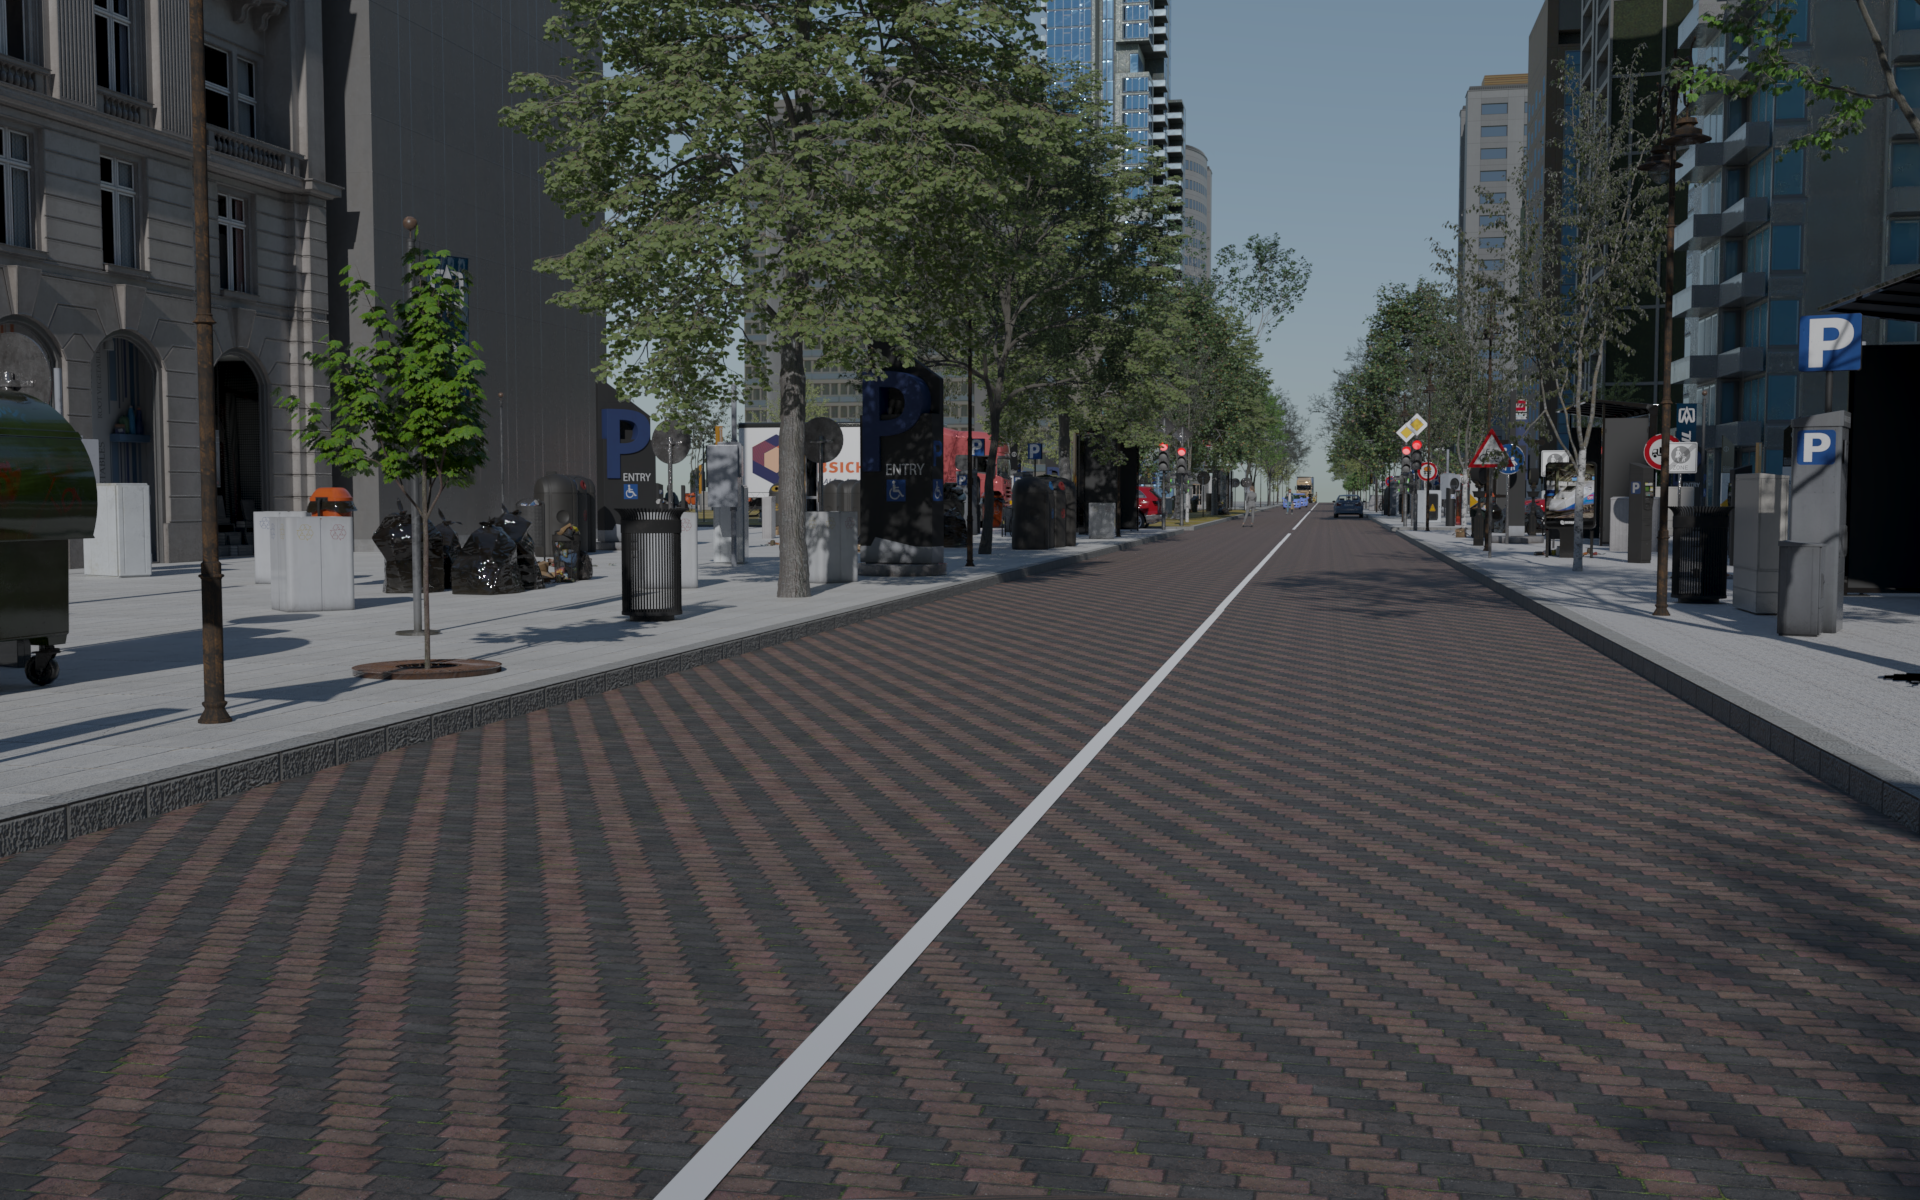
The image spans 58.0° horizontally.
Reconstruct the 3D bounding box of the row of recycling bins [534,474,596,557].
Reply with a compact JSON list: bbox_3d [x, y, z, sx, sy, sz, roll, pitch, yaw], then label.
[{"bbox_3d":[-8.400,-1.813,36.754,1.069,1.692,3.534,0,4,-4],"label":"row of recycling bins"}]

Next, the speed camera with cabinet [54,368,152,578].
[{"bbox_3d":[-13.498,-2.002,27.071,2.038,3.252,0.660,2,4,34],"label":"speed camera with cabinet"}]

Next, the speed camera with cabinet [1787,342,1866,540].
[{"bbox_3d":[11.372,-1.766,23.207,0.660,3.252,2.038,-1,4,-12],"label":"speed camera with cabinet"}]

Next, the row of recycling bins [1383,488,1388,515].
[{"bbox_3d":[26.274,-6.011,105.391,1.069,1.692,3.534,1,4,13],"label":"row of recycling bins"}]

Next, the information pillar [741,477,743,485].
[{"bbox_3d":[-8.081,-3.574,62.921,0.304,2.012,0.304,1,4,20],"label":"information pillar"}]

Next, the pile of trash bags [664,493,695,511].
[{"bbox_3d":[-23.309,-7.963,139.947,3.447,1.369,1.912,1,4,10],"label":"pile of trash bags"}]

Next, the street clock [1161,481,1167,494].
[{"bbox_3d":[11.550,-5.720,98.084,0.358,2.002,0.471,1,4,20],"label":"street clock"}]

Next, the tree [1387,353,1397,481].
[{"bbox_3d":[15.442,-6.216,51.988,4.360,8.622,3.978,0,3,0],"label":"tree"}]

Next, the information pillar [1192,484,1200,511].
[{"bbox_3d":[17.242,-7.512,127.308,0.304,2.012,0.304,1,4,16],"label":"information pillar"}]

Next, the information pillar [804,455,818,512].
[{"bbox_3d":[-2.757,-1.629,31.132,0.304,2.012,0.304,-3,5,-43],"label":"information pillar"}]

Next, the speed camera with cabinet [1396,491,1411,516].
[{"bbox_3d":[26.118,-6.430,99.466,2.038,3.252,0.660,1,4,14],"label":"speed camera with cabinet"}]

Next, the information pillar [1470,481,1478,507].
[{"bbox_3d":[28.836,-6.466,97.070,0.183,3.616,0.504,-3,4,-38],"label":"information pillar"}]

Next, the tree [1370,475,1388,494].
[{"bbox_3d":[35.167,-9.129,143.862,1.663,3.219,1.824,0,3,0],"label":"tree"}]

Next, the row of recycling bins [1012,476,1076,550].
[{"bbox_3d":[1.987,-2.093,41.331,1.069,1.692,3.534,1,4,18],"label":"row of recycling bins"}]

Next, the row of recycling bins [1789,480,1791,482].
[{"bbox_3d":[20.680,-2.183,42.809,1.069,1.692,3.534,-2,4,-33],"label":"row of recycling bins"}]

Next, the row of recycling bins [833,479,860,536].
[{"bbox_3d":[-1.958,-2.663,50.648,3.534,1.692,1.069,3,4,38],"label":"row of recycling bins"}]

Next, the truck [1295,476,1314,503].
[{"bbox_3d":[55.373,-17.684,278.044,2.839,4.237,11.283,1,4,13],"label":"truck"}]

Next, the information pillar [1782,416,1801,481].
[{"bbox_3d":[25.111,-3.728,52.305,0.183,3.616,0.504,-3,5,-42],"label":"information pillar"}]

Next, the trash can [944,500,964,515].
[{"bbox_3d":[-0.241,-2.015,44.592,0.748,1.137,0.748,0,3,0],"label":"trash can"}]

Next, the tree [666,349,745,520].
[{"bbox_3d":[-12.979,-8.329,86.540,4.360,8.622,3.978,0,3,0],"label":"tree"}]

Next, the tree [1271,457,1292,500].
[{"bbox_3d":[50.781,-19.896,275.654,4.360,8.622,3.978,0,3,0],"label":"tree"}]

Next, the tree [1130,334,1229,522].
[{"bbox_3d":[10.212,-7.883,79.245,4.360,8.622,3.978,0,3,0],"label":"tree"}]

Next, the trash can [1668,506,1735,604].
[{"bbox_3d":[8.710,-0.534,20.393,0.748,1.137,0.748,0,3,0],"label":"trash can"}]

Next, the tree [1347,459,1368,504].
[{"bbox_3d":[41.860,-14.031,179.770,4.737,8.622,4.395,0,3,0],"label":"tree"}]

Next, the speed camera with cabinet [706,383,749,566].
[{"bbox_3d":[-4.234,-2.278,31.575,0.660,3.252,2.038,0,4,-2],"label":"speed camera with cabinet"}]

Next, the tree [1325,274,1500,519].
[{"bbox_3d":[23.830,-10.619,90.630,9.611,12.733,9.660,0,3,0],"label":"tree"}]

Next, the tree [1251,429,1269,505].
[{"bbox_3d":[35.021,-17.423,195.230,12.009,13.543,11.850,0,3,0],"label":"tree"}]

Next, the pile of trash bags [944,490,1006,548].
[{"bbox_3d":[-0.401,-1.973,42.014,3.447,1.369,1.912,-2,4,-33],"label":"pile of trash bags"}]

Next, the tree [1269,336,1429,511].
[{"bbox_3d":[31.035,-13.382,129.158,12.009,13.543,11.850,0,3,0],"label":"tree"}]

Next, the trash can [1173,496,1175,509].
[{"bbox_3d":[15.528,-6.832,123.357,0.748,1.137,0.748,0,3,0],"label":"trash can"}]

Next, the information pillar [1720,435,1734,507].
[{"bbox_3d":[30.334,-4.719,68.509,0.504,3.616,0.183,0,4,-3],"label":"information pillar"}]

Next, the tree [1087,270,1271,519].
[{"bbox_3d":[11.309,-10.527,89.132,9.611,12.733,9.660,0,3,0],"label":"tree"}]

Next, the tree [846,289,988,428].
[{"bbox_3d":[-1.583,-6.552,57.484,4.360,8.622,3.978,0,3,0],"label":"tree"}]

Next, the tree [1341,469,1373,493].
[{"bbox_3d":[45.986,-13.136,198.480,4.285,4.588,4.351,0,3,0],"label":"tree"}]

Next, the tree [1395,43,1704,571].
[{"bbox_3d":[10.211,-4.798,28.807,4.360,8.622,3.978,0,3,0],"label":"tree"}]

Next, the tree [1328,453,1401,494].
[{"bbox_3d":[40.163,-14.164,165.994,8.767,10.594,7.601,3,5,41],"label":"tree"}]

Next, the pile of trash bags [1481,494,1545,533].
[{"bbox_3d":[18.257,-2.959,58.128,1.912,1.369,3.447,0,4,-8],"label":"pile of trash bags"}]

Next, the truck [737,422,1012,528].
[{"bbox_3d":[-2.964,-4.838,68.009,11.283,4.237,2.839,1,4,11],"label":"truck"}]

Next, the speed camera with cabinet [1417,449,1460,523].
[{"bbox_3d":[21.089,-5.016,76.347,2.038,3.252,0.660,-2,4,-27],"label":"speed camera with cabinet"}]

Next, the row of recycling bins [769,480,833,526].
[{"bbox_3d":[-5.424,-3.305,61.145,3.534,1.692,1.069,3,5,42],"label":"row of recycling bins"}]

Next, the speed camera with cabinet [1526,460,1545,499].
[{"bbox_3d":[33.998,-6.552,101.459,2.038,3.252,0.660,-3,4,-38],"label":"speed camera with cabinet"}]

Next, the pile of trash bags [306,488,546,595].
[{"bbox_3d":[-7.241,-0.821,23.180,3.447,1.369,1.912,1,4,18],"label":"pile of trash bags"}]

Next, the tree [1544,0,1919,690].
[{"bbox_3d":[6.779,-5.222,11.140,9.928,11.665,9.643,0,3,0],"label":"tree"}]

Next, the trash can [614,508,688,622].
[{"bbox_3d":[-3.133,-0.363,17.588,0.748,1.137,0.748,0,3,0],"label":"trash can"}]

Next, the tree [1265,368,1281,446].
[{"bbox_3d":[15.588,-11.350,103.696,7.486,12.596,7.792,0,3,0],"label":"tree"}]

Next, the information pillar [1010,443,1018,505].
[{"bbox_3d":[2.373,-5.294,77.911,0.504,3.616,0.183,1,4,18],"label":"information pillar"}]

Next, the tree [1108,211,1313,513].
[{"bbox_3d":[16.534,-15.963,116.883,12.611,20.169,13.585,0,3,0],"label":"tree"}]

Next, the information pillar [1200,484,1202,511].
[{"bbox_3d":[18.252,-7.810,132.186,0.304,2.012,0.304,-3,5,-43],"label":"information pillar"}]

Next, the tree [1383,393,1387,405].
[{"bbox_3d":[22.202,-8.073,82.357,4.360,8.622,3.978,0,3,0],"label":"tree"}]

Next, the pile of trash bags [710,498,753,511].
[{"bbox_3d":[-17.872,-7.674,135.219,3.447,1.369,1.912,0,4,5],"label":"pile of trash bags"}]

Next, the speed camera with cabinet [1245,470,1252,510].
[{"bbox_3d":[23.095,-8.842,138.905,0.660,3.252,2.038,1,4,9],"label":"speed camera with cabinet"}]

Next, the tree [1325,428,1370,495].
[{"bbox_3d":[51.456,-18.828,225.956,7.486,12.596,7.792,0,3,0],"label":"tree"}]

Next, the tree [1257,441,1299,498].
[{"bbox_3d":[43.059,-17.616,238.381,4.737,8.622,4.395,0,3,0],"label":"tree"}]
